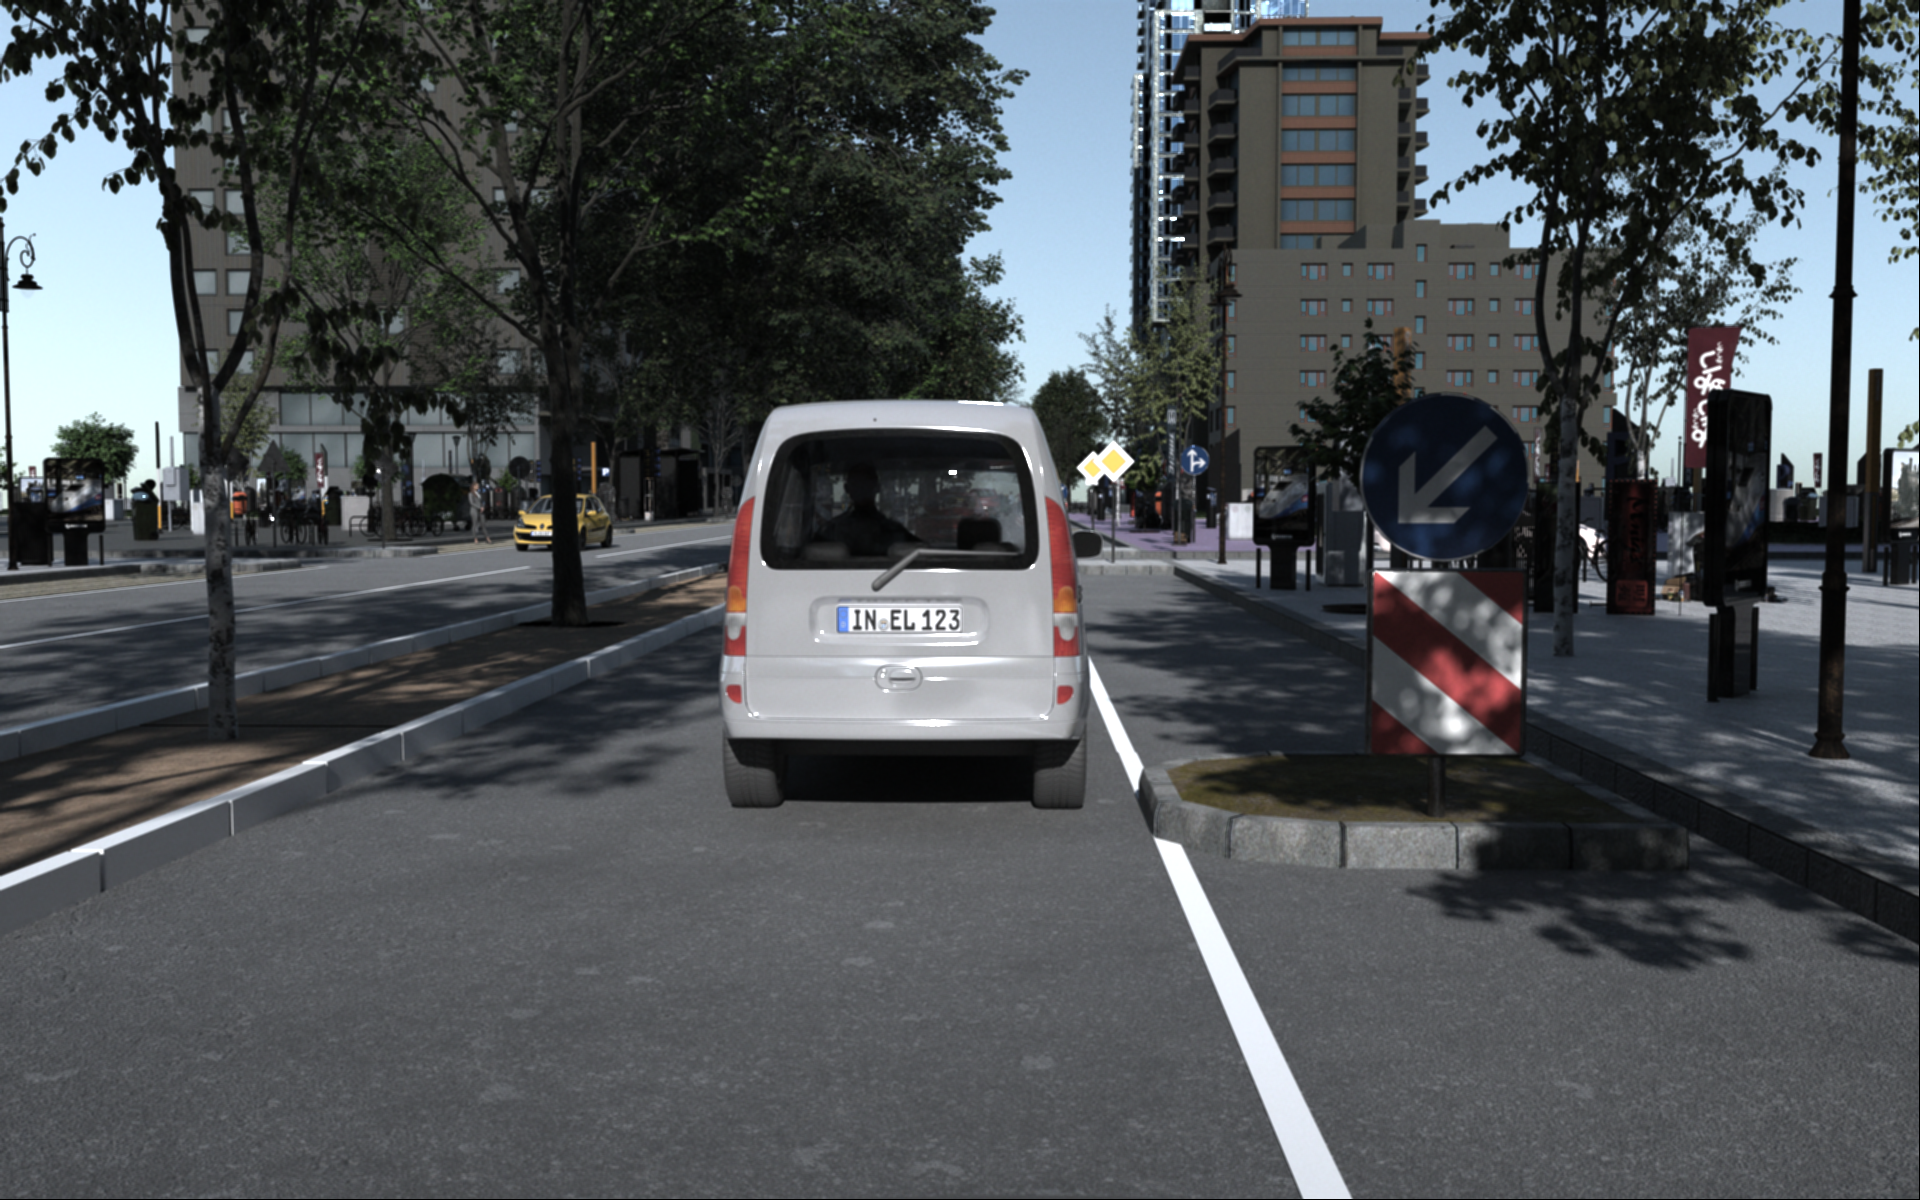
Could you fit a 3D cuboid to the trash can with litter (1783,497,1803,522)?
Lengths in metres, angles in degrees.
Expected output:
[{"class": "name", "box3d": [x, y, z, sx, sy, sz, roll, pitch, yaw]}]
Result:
[{"class": "trash can with litter", "box3d": [33.088, -3.513, 68.823, 0.624, 1.170, 1.055, 2, 4, 32]}]

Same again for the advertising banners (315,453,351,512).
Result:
[{"class": "advertising banners", "box3d": [-26.454, -4.702, 73.063, 2.074, 3.025, 0.090, 2, 4, 28]}]

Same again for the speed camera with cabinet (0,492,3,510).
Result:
[{"class": "speed camera with cabinet", "box3d": [-64.702, -7.368, 114.799, 0.660, 3.252, 2.038, 3, 5, 40]}]

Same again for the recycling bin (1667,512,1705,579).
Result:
[{"class": "recycling bin", "box3d": [10.394, -0.725, 24.409, 0.722, 1.027, 0.722, 1, 4, 17]}]

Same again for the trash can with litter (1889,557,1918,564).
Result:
[{"class": "trash can with litter", "box3d": [17.991, -1.270, 31.824, 2.233, 1.210, 1.678, 0, 4, -7]}]

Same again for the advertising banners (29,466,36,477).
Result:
[{"class": "advertising banners", "box3d": [-57.735, -6.906, 109.097, 2.074, 3.025, 0.090, 1, 4, 13]}]

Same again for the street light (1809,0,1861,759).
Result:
[{"class": "street light", "box3d": [4.244, -2.171, 8.280, 0.468, 5.910, 1.993, 0, 4, 2]}]

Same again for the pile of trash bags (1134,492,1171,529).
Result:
[{"class": "pile of trash bags", "box3d": [7.559, -3.414, 65.574, 1.912, 1.369, 3.447, 0, 4, 5]}]

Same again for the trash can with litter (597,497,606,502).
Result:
[{"class": "trash can with litter", "box3d": [-18.981, -4.971, 92.670, 0.624, 1.170, 1.055, -3, 4, -36]}]

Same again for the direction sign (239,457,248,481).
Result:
[{"class": "direction sign", "box3d": [-43.361, -6.903, 104.863, 0.876, 3.537, 0.379, 2, 4, 31]}]

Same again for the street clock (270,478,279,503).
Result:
[{"class": "street clock", "box3d": [-31.656, -4.604, 79.849, 0.471, 2.002, 0.358, 0, 4, -6]}]

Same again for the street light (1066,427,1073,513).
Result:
[{"class": "street light", "box3d": [7.551, -8.978, 119.584, 0.468, 5.910, 1.993, 0, 4, 2]}]

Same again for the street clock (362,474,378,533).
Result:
[{"class": "street clock", "box3d": [-19.627, -3.250, 57.700, 0.471, 2.002, 0.358, 1, 4, 12]}]

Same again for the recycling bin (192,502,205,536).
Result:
[{"class": "recycling bin", "box3d": [-23.301, -2.521, 53.781, 0.722, 1.027, 0.722, 2, 4, 27]}]

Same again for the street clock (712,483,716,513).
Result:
[{"class": "street clock", "box3d": [-16.426, -6.823, 116.123, 0.358, 2.002, 0.471, -3, 5, -43]}]

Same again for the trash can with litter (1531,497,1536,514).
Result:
[{"class": "trash can with litter", "box3d": [32.026, -5.110, 94.604, 1.678, 1.210, 2.233, -3, 5, -42]}]

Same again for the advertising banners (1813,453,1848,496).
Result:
[{"class": "advertising banners", "box3d": [36.733, -4.708, 73.155, 0.090, 3.025, 2.074, -1, 4, -13]}]

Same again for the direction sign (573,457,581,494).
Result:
[{"class": "direction sign", "box3d": [-23.258, -6.914, 105.042, 0.876, 3.537, 0.379, 3, 4, 37]}]

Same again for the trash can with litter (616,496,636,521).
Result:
[{"class": "trash can with litter", "box3d": [-16.822, -4.491, 84.482, 2.233, 1.210, 1.678, -1, 4, -15]}]

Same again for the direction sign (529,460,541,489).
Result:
[{"class": "direction sign", "box3d": [-28.262, -7.536, 115.203, 0.876, 3.537, 0.379, 1, 4, 13]}]

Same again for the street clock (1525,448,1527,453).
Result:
[{"class": "street clock", "box3d": [6.836, -1.052, 21.767, 0.471, 2.002, 0.358, 0, 4, -3]}]

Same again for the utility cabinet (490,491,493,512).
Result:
[{"class": "utility cabinet", "box3d": [-30.550, -6.346, 112.440, 0.318, 1.500, 1.173, 2, 4, 34]}]

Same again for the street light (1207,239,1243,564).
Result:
[{"class": "street light", "box3d": [4.826, -3.604, 31.712, 0.468, 5.910, 1.993, 0, 4, 2]}]

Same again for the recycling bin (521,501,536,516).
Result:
[{"class": "recycling bin", "box3d": [-15.892, -3.159, 64.199, 0.722, 1.027, 0.722, -2, 4, -32]}]

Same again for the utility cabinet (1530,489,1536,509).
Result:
[{"class": "utility cabinet", "box3d": [24.007, -3.882, 72.145, 1.173, 1.500, 0.318, -3, 5, -41]}]

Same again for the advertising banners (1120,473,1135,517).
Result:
[{"class": "advertising banners", "box3d": [9.725, -6.115, 96.166, 2.074, 3.025, 0.090, 1, 4, 20]}]

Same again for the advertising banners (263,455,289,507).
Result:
[{"class": "advertising banners", "box3d": [-30.727, -4.996, 77.877, 0.090, 3.025, 2.074, 1, 4, 9]}]

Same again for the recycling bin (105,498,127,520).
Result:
[{"class": "recycling bin", "box3d": [-41.231, -4.396, 84.430, 0.722, 1.027, 0.722, -1, 4, -9]}]

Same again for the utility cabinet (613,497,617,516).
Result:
[{"class": "utility cabinet", "box3d": [-19.688, -5.522, 98.961, 0.318, 1.500, 1.173, 2, 4, 31]}]

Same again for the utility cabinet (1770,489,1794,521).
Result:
[{"class": "utility cabinet", "box3d": [34.817, -3.956, 73.357, 1.173, 1.500, 0.318, -2, 4, -30]}]

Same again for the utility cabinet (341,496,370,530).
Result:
[{"class": "utility cabinet", "box3d": [-21.490, -3.092, 61.716, 1.020, 1.237, 0.306, -2, 4, -34]}]

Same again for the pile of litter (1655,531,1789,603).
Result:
[{"class": "pile of litter", "box3d": [9.035, -0.426, 20.930, 1.719, 0.858, 1.176, 3, 4, 38]}]

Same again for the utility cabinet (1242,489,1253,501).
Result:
[{"class": "utility cabinet", "box3d": [12.625, -4.087, 75.505, 0.318, 1.500, 1.173, 2, 4, 31]}]

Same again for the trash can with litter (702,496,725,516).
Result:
[{"class": "trash can with litter", "box3d": [-14.919, -5.534, 101.541, 2.233, 1.210, 1.678, 0, 3, 0]}]

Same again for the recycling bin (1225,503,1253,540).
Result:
[{"class": "recycling bin", "box3d": [7.875, -2.214, 48.753, 0.722, 1.027, 0.722, 0, 4, 1]}]

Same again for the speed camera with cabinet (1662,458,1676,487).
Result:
[{"class": "speed camera with cabinet", "box3d": [38.991, -6.202, 95.735, 0.660, 3.252, 2.038, 1, 4, 9]}]

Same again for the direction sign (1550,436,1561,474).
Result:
[{"class": "direction sign", "box3d": [23.408, -4.623, 67.576, 0.379, 3.537, 0.876, -3, 5, -40]}]

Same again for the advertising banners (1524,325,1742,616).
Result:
[{"class": "advertising banners", "box3d": [7.104, -1.355, 18.343, 2.074, 3.025, 0.090, 1, 4, 23]}]

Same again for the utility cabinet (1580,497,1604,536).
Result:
[{"class": "utility cabinet", "box3d": [15.148, -1.902, 42.258, 1.020, 1.237, 0.306, 2, 4, 35]}]

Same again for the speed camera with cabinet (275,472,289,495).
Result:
[{"class": "speed camera with cabinet", "box3d": [-42.193, -7.011, 108.972, 0.660, 3.252, 2.038, 1, 4, 16]}]

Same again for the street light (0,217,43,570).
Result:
[{"class": "street light", "box3d": [-15.982, -3.441, 29.052, 0.468, 5.910, 1.993, 0, 4, 2]}]

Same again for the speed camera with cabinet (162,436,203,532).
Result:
[{"class": "speed camera with cabinet", "box3d": [-26.268, -3.978, 59.379, 2.038, 3.252, 0.660, 1, 4, 13]}]

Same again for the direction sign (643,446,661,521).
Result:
[{"class": "direction sign", "box3d": [-14.692, -5.546, 82.666, 0.876, 3.537, 0.379, -2, 4, -35]}]

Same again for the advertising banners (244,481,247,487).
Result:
[{"class": "advertising banners", "box3d": [-47.960, -7.274, 115.114, 2.074, 3.025, 0.090, 2, 4, 30]}]

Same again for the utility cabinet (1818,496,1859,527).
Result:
[{"class": "utility cabinet", "box3d": [25.614, -2.406, 50.502, 0.306, 1.237, 1.020, -3, 5, -41]}]

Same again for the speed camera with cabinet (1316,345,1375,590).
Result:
[{"class": "speed camera with cabinet", "box3d": [5.329, -1.803, 23.820, 0.660, 3.252, 2.038, 0, 4, 4]}]

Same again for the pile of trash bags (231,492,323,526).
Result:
[{"class": "pile of trash bags", "box3d": [-27.896, -3.718, 70.536, 3.447, 1.369, 1.912, -3, 5, -45]}]

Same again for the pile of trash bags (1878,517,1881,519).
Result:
[{"class": "pile of trash bags", "box3d": [54.844, -5.527, 100.125, 3.447, 1.369, 1.912, -1, 4, -9]}]

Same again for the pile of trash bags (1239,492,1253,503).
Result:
[{"class": "pile of trash bags", "box3d": [10.734, -3.149, 61.243, 1.912, 1.369, 3.447, 0, 4, -4]}]

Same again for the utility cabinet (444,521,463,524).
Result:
[{"class": "utility cabinet", "box3d": [-22.039, -3.912, 75.128, 1.020, 1.237, 0.306, 2, 4, 27]}]

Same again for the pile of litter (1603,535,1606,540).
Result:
[{"class": "pile of litter", "box3d": [17.315, -2.080, 47.974, 1.719, 0.858, 1.176, -1, 4, -15]}]

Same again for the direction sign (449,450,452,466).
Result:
[{"class": "direction sign", "box3d": [-26.454, -5.992, 89.966, 0.379, 3.537, 0.876, -1, 4, -23]}]

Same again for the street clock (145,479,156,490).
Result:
[{"class": "street clock", "box3d": [-39.858, -4.936, 85.278, 0.471, 2.002, 0.358, -3, 5, -42]}]

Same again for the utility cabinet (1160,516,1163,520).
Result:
[{"class": "utility cabinet", "box3d": [9.562, -4.357, 82.393, 0.306, 1.237, 1.020, 0, 4, -2]}]

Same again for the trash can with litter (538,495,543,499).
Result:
[{"class": "trash can with litter", "box3d": [-24.917, -5.533, 101.517, 2.233, 1.210, 1.678, 0, 4, -2]}]

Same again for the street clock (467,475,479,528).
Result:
[{"class": "street clock", "box3d": [-18.503, -3.742, 65.748, 0.471, 2.002, 0.358, -2, 4, -28]}]

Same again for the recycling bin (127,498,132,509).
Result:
[{"class": "recycling bin", "box3d": [-47.994, -5.327, 99.658, 0.722, 1.027, 0.722, 2, 4, 30]}]

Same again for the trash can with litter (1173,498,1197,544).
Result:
[{"class": "trash can with litter", "box3d": [5.830, -2.057, 45.017, 0.624, 1.170, 1.055, 1, 4, 8]}]

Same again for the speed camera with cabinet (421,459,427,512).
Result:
[{"class": "speed camera with cabinet", "box3d": [-29.984, -6.323, 97.721, 0.660, 3.252, 2.038, -1, 4, -22]}]
